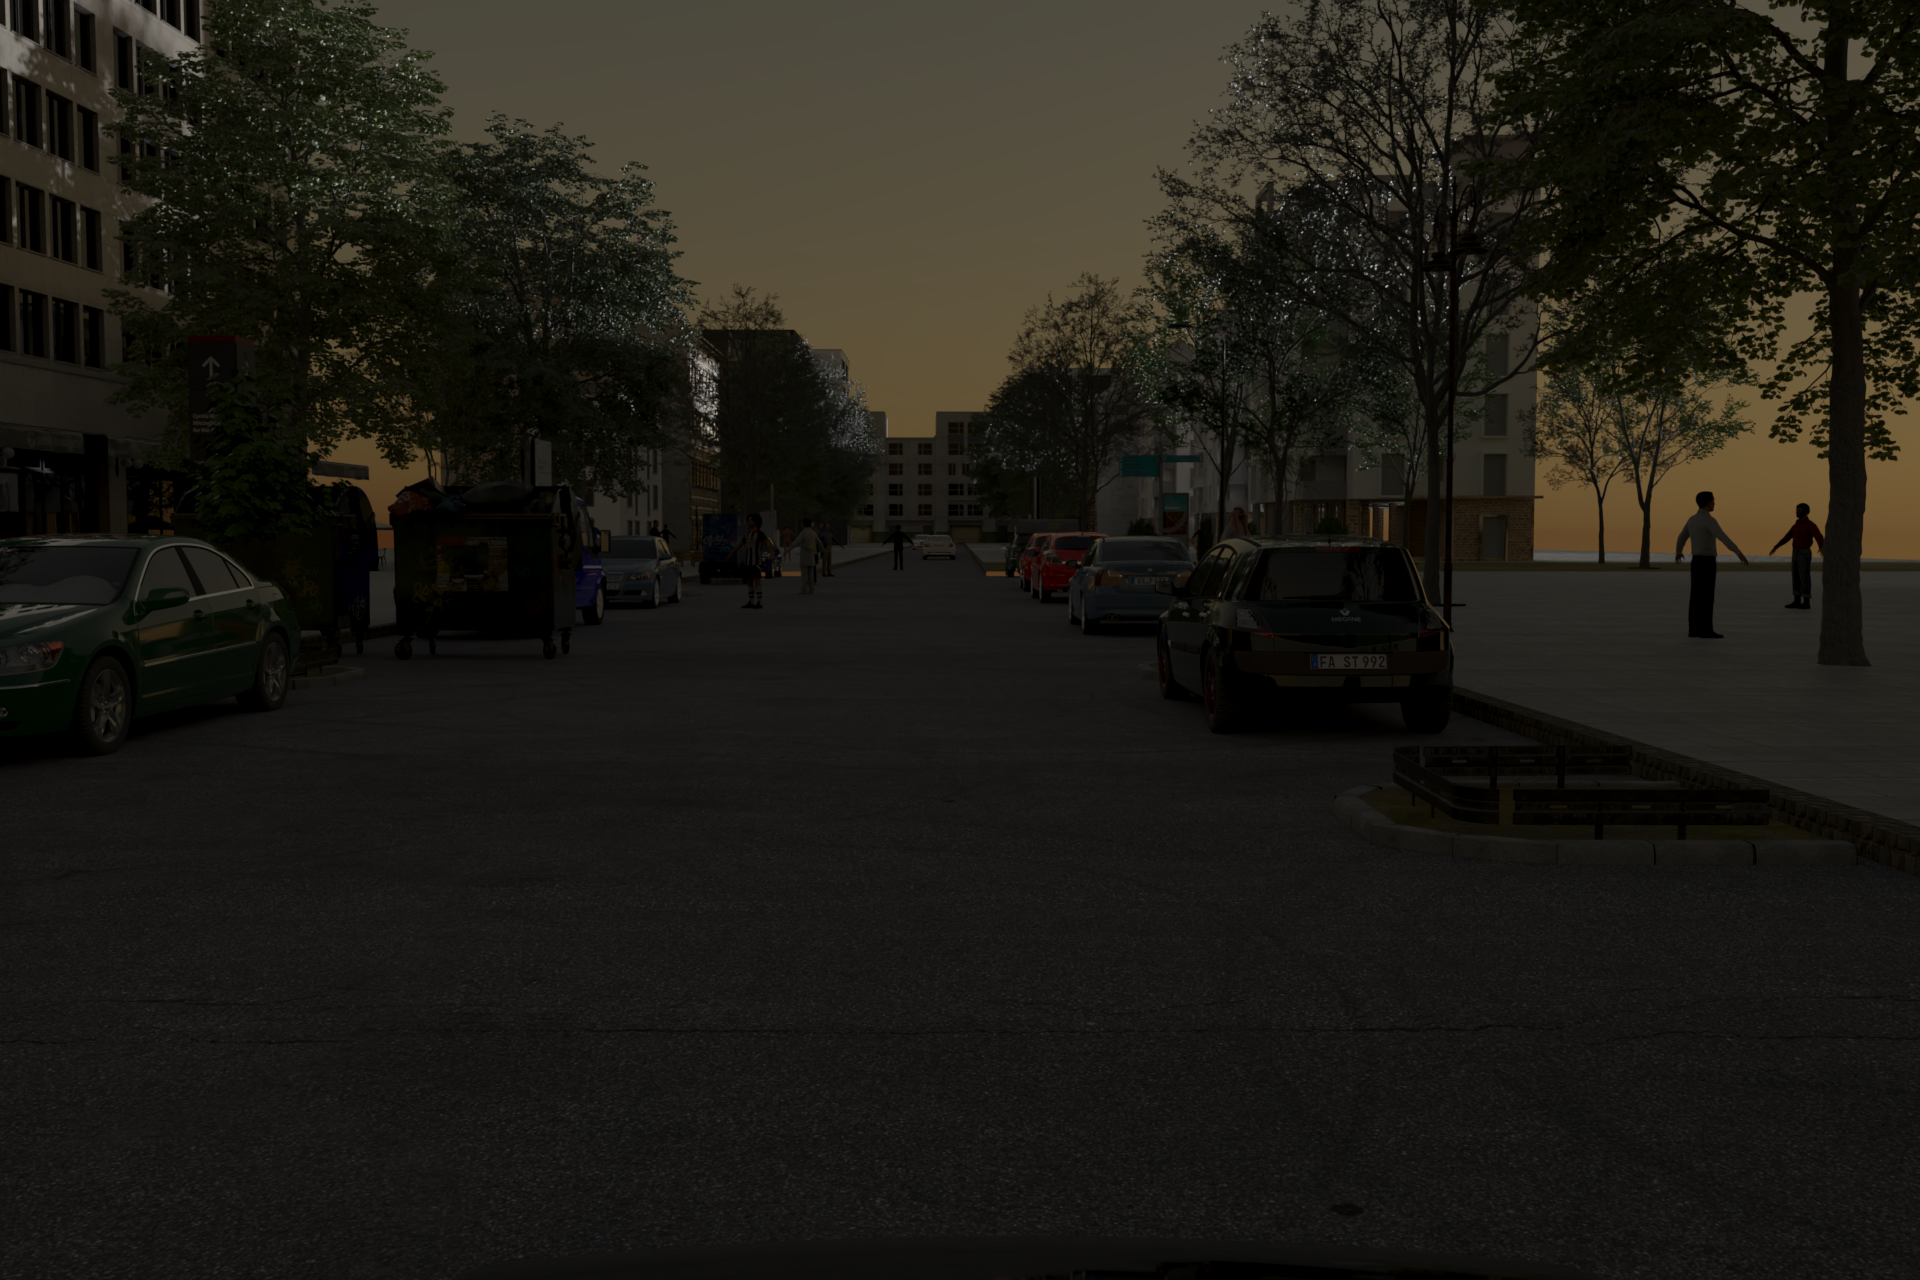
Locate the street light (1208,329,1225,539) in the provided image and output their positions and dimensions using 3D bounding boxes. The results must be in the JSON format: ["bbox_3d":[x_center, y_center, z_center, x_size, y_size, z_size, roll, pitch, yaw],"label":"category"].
[{"bbox_3d":[6.353,-4.022,38.303,1.470,5.913,1.316,0,4,-1],"label":"street light"}]

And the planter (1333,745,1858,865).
[{"bbox_3d":[2.904,0.774,8.492,1.991,0.319,1.994,0,4,1],"label":"planter"}]

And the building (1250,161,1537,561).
[{"bbox_3d":[21.180,-14.549,94.297,16.016,20.090,11.380,0,3,0],"label":"building"}]

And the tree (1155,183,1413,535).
[{"bbox_3d":[8.641,-6.782,45.306,7.601,10.594,8.767,-2,4,-30],"label":"tree"}]

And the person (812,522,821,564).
[{"bbox_3d":[-6.223,-4.145,73.903,0.705,1.813,1.348,2,4,29],"label":"person"}]

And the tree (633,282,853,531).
[{"bbox_3d":[-10.320,-10.614,83.901,12.009,13.543,11.850,0,3,0],"label":"tree"}]

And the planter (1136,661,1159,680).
[{"bbox_3d":[2.817,0.217,17.588,1.991,0.319,1.994,0,4,1],"label":"planter"}]

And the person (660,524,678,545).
[{"bbox_3d":[-16.188,-5.468,95.329,1.347,1.837,0.705,1,4,11],"label":"person"}]

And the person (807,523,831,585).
[{"bbox_3d":[-4.200,-2.418,48.459,1.216,1.772,0.721,0,4,4],"label":"person"}]

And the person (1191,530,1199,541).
[{"bbox_3d":[13.281,-5.447,95.195,1.346,1.812,0.704,-1,4,-20],"label":"person"}]

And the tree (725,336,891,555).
[{"bbox_3d":[-9.868,-12.118,108.505,12.009,13.543,11.850,0,3,0],"label":"tree"}]

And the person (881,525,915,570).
[{"bbox_3d":[-2.446,-3.675,68.730,1.347,1.806,0.705,-1,4,-13],"label":"person"}]

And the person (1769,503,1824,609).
[{"bbox_3d":[14.395,-1.442,29.679,0.704,1.816,1.345,-1,4,-11],"label":"person"}]

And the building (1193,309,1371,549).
[{"bbox_3d":[24.529,-17.511,142.727,16.016,20.090,11.380,0,3,0],"label":"building"}]

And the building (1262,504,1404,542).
[{"bbox_3d":[25.133,-15.695,113.030,16.016,20.090,11.380,0,4,0],"label":"building"}]

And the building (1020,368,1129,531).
[{"bbox_3d":[21.748,-23.584,229.570,27.936,21.610,32.646,0,4,0],"label":"building"}]

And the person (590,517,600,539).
[{"bbox_3d":[-12.150,-3.142,57.248,1.347,1.842,0.705,-3,4,-37],"label":"person"}]

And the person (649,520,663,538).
[{"bbox_3d":[-11.156,-3.514,63.677,0.704,1.802,1.346,1,4,13],"label":"person"}]

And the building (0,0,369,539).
[{"bbox_3d":[-33.147,-14.937,46.390,24.374,26.755,37.873,0,3,0],"label":"building"}]

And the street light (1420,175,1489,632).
[{"bbox_3d":[6.379,-3.041,22.509,0.468,5.910,1.993,0,3,0],"label":"street light"}]

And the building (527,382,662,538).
[{"bbox_3d":[-23.314,-10.256,109.825,9.099,9.664,28.070,0,4,0],"label":"building"}]

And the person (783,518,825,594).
[{"bbox_3d":[-3.682,-2.006,41.449,0.705,1.806,1.347,3,5,40],"label":"person"}]

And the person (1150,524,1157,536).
[{"bbox_3d":[9.509,-4.962,87.094,1.349,1.833,0.705,-3,5,-41],"label":"person"}]

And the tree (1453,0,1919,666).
[{"bbox_3d":[8.310,-6.015,16.466,7.486,12.596,7.792,0,3,0],"label":"tree"}]

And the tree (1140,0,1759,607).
[{"bbox_3d":[8.388,-7.336,30.321,12.009,13.543,11.850,0,3,0],"label":"tree"}]

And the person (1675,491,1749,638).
[{"bbox_3d":[9.223,-0.934,21.421,0.704,1.810,1.344,-1,4,-12],"label":"person"}]

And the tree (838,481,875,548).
[{"bbox_3d":[-10.101,-12.749,158.807,4.737,8.622,4.395,0,3,0],"label":"tree"}]

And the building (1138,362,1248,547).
[{"bbox_3d":[24.427,-20.202,186.723,16.016,20.090,11.380,0,4,0],"label":"building"}]

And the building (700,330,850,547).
[{"bbox_3d":[-27.027,-21.128,189.413,27.936,21.610,32.646,0,3,0],"label":"building"}]

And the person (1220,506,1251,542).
[{"bbox_3d":[5.302,-1.638,32.926,1.347,1.811,0.704,-3,5,-44],"label":"person"}]

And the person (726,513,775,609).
[{"bbox_3d":[-3.984,-1.511,33.299,1.345,1.843,0.704,3,5,42],"label":"person"}]

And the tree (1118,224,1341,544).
[{"bbox_3d":[8.760,-8.015,56.799,9.928,11.665,9.643,0,3,0],"label":"tree"}]

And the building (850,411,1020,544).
[{"bbox_3d":[-3.559,-23.662,255.790,31.486,18.905,16.747,0,4,-1],"label":"building"}]

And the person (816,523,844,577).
[{"bbox_3d":[-4.462,-3.031,58.287,1.348,1.796,0.705,-3,5,-44],"label":"person"}]

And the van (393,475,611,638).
[{"bbox_3d":[-6.600,-1.298,25.613,2.240,2.365,5.245,0,3,0],"label":"van"}]

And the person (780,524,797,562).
[{"bbox_3d":[-8.070,-4.527,80.815,1.217,1.733,0.721,-1,4,-11],"label":"person"}]

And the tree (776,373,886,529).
[{"bbox_3d":[-10.338,-13.832,132.815,9.857,13.997,8.962,0,3,0],"label":"tree"}]

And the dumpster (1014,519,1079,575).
[{"bbox_3d":[2.533,-2.573,50.292,1.865,1.857,1.264,0,4,-1],"label":"dumpster"}]

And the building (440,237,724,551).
[{"bbox_3d":[-29.545,-18.767,137.773,19.493,23.208,18.063,0,4,-1],"label":"building"}]

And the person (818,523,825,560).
[{"bbox_3d":[-6.928,-4.928,86.703,0.704,1.817,1.347,-2,4,-29],"label":"person"}]

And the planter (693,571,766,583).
[{"bbox_3d":[-6.909,-1.900,52.208,1.991,0.319,1.994,0,3,0],"label":"planter"}]

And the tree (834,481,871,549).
[{"bbox_3d":[-9.654,-12.397,153.058,4.737,8.622,4.395,0,3,0],"label":"tree"}]

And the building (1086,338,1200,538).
[{"bbox_3d":[24.604,-22.763,203.111,19.493,23.208,18.063,0,4,0],"label":"building"}]
